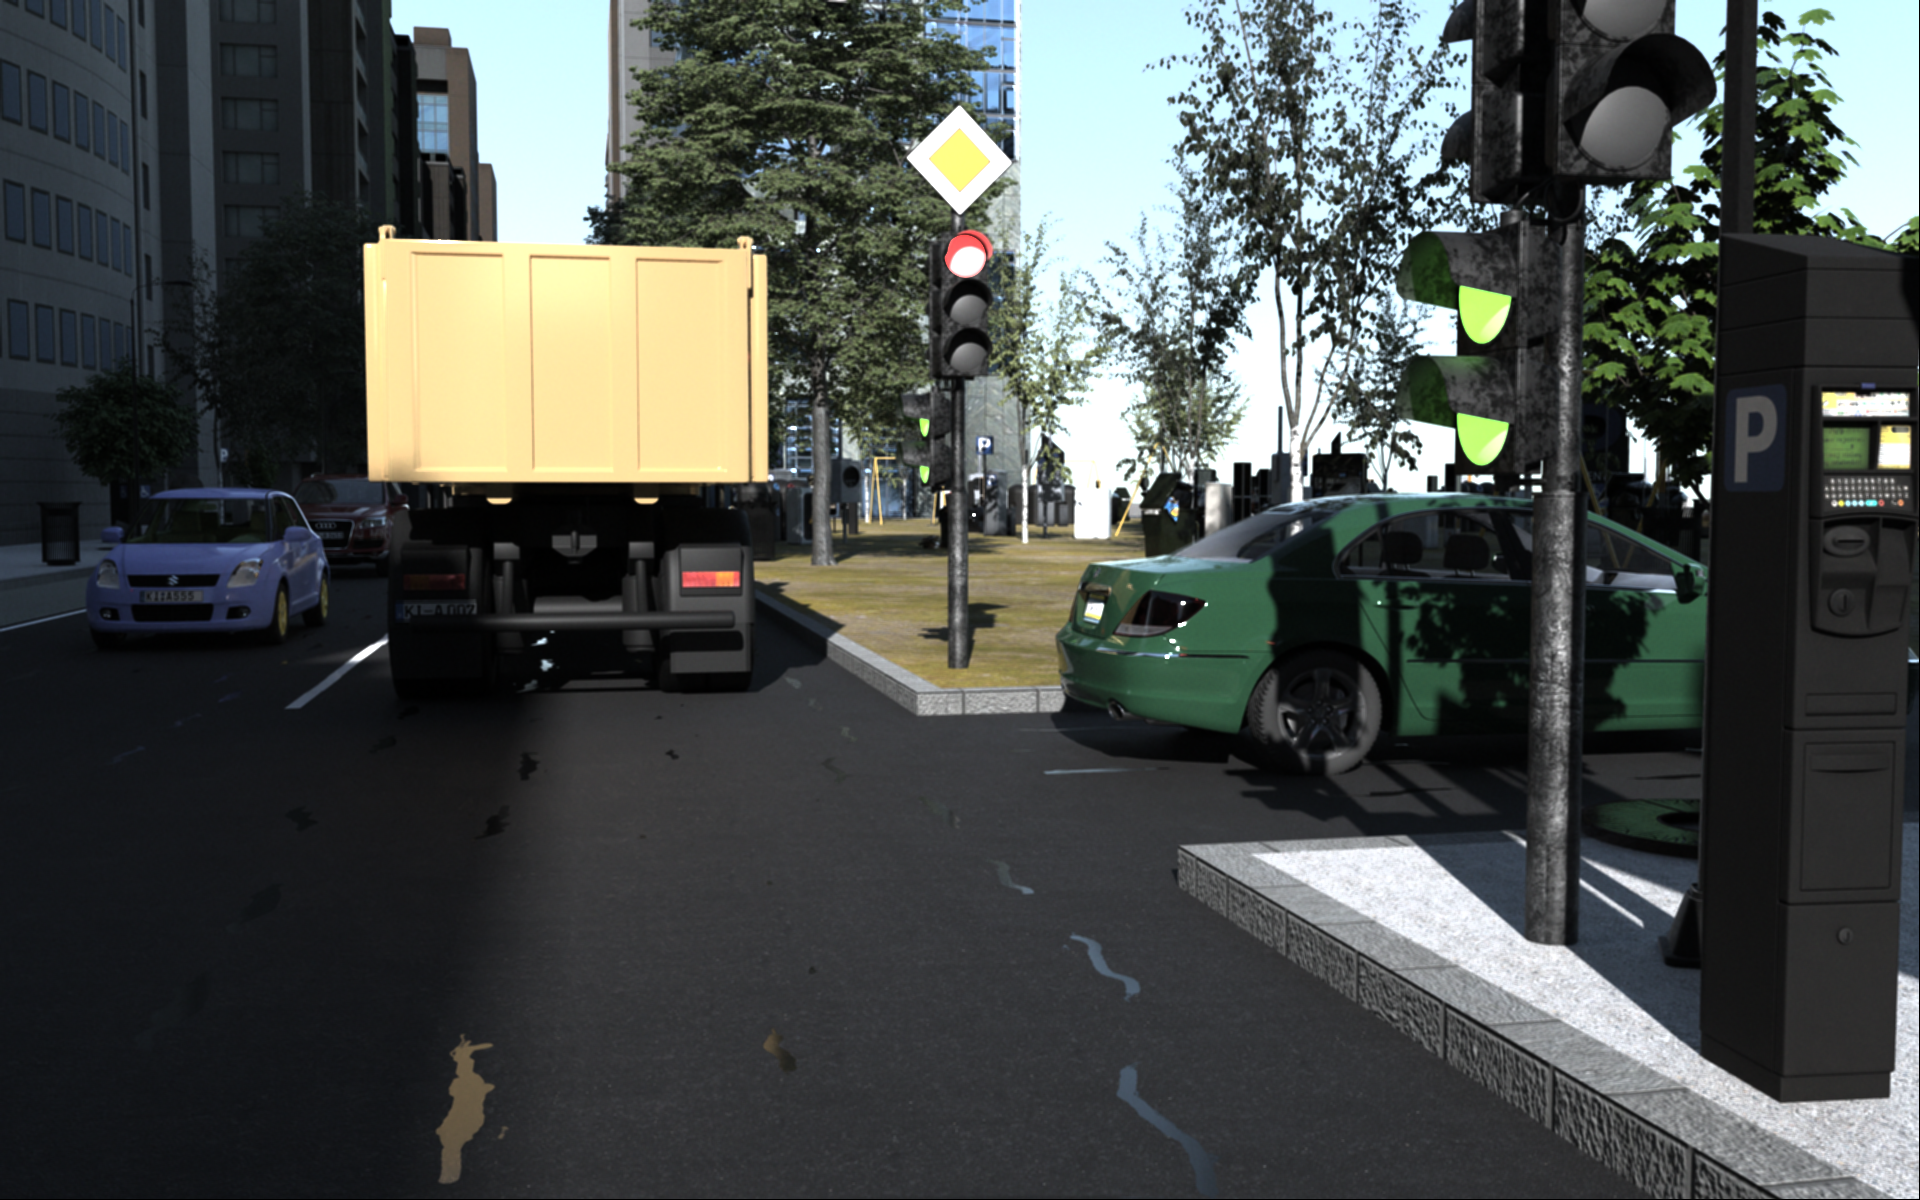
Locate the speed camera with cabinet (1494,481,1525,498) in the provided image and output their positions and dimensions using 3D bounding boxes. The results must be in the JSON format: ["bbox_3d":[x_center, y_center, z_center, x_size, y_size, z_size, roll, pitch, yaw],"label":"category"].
[{"bbox_3d":[20.127,-4.217,63.287,0.660,3.252,2.038,0,4,-1],"label":"speed camera with cabinet"}]

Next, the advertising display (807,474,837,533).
[{"bbox_3d":[-4.520,-3.151,56.740,0.974,1.923,0.123,-1,4,-20],"label":"advertising display"}]

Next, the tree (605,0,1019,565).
[{"bbox_3d":[-2.640,-6.876,30.543,7.486,12.596,7.792,0,3,0],"label":"tree"}]

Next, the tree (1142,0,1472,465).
[{"bbox_3d":[3.982,-4.220,19.365,4.360,8.622,3.978,0,3,0],"label":"tree"}]

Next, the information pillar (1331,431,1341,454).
[{"bbox_3d":[14.061,-4.491,64.785,0.183,3.616,0.504,-2,4,-27],"label":"information pillar"}]

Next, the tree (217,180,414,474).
[{"bbox_3d":[-26.412,-10.130,72.278,9.857,13.997,8.962,0,3,0],"label":"tree"}]

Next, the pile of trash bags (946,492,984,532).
[{"bbox_3d":[0.344,-3.050,59.621,1.912,1.369,3.447,-2,4,-25],"label":"pile of trash bags"}]

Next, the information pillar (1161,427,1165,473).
[{"bbox_3d":[7.089,-4.238,60.639,0.183,3.616,0.504,0,4,1],"label":"information pillar"}]

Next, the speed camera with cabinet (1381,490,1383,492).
[{"bbox_3d":[15.280,-4.420,66.605,2.038,3.252,0.660,1,4,17],"label":"speed camera with cabinet"}]

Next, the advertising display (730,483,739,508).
[{"bbox_3d":[-9.299,-4.170,73.401,0.974,1.923,0.123,-3,5,-44],"label":"advertising display"}]

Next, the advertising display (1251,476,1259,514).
[{"bbox_3d":[10.632,-3.442,61.492,0.123,1.923,0.974,-3,5,-42],"label":"advertising display"}]

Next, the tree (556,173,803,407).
[{"bbox_3d":[-10.772,-9.699,65.234,9.857,13.997,8.962,0,3,0],"label":"tree"}]

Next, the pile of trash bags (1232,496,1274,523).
[{"bbox_3d":[7.629,-2.216,45.981,1.912,1.369,3.447,1,4,16],"label":"pile of trash bags"}]

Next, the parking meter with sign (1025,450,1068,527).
[{"bbox_3d":[3.400,-4.425,68.604,1.738,3.016,0.543,-1,4,-9],"label":"parking meter with sign"}]

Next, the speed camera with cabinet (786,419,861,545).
[{"bbox_3d":[-3.488,-3.066,44.467,2.038,3.252,0.660,-3,5,-43],"label":"speed camera with cabinet"}]

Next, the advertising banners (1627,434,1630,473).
[{"bbox_3d":[19.130,-3.249,49.309,0.090,3.025,2.074,1,4,12],"label":"advertising banners"}]

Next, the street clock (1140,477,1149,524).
[{"bbox_3d":[7.960,-4.295,74.791,0.358,2.002,0.471,3,4,37],"label":"street clock"}]

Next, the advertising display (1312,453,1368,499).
[{"bbox_3d":[6.010,-1.361,27.463,0.123,1.923,0.974,-3,5,-41],"label":"advertising display"}]

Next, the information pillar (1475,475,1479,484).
[{"bbox_3d":[26.213,-5.897,87.769,0.183,3.616,0.504,2,4,31],"label":"information pillar"}]

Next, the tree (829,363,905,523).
[{"bbox_3d":[-4.116,-7.782,77.605,4.737,8.622,4.395,0,3,0],"label":"tree"}]

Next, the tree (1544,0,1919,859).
[{"bbox_3d":[2.926,-0.714,6.280,1.663,3.219,1.824,0,3,0],"label":"tree"}]

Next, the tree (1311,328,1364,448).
[{"bbox_3d":[14.129,-6.582,57.980,4.737,8.622,4.395,0,3,0],"label":"tree"}]

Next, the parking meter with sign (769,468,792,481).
[{"bbox_3d":[-5.320,-3.362,51.233,0.543,3.016,1.738,3,5,43],"label":"parking meter with sign"}]

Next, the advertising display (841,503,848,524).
[{"bbox_3d":[-4.803,-4.217,74.155,0.123,1.923,0.974,-3,4,-37],"label":"advertising display"}]

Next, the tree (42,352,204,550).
[{"bbox_3d":[-19.358,-3.451,40.143,4.285,4.588,4.351,0,3,0],"label":"tree"}]

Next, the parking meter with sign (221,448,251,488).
[{"bbox_3d":[-27.042,-4.221,65.269,1.738,3.016,0.543,1,4,16],"label":"parking meter with sign"}]

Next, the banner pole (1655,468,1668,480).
[{"bbox_3d":[25.660,-4.474,63.165,0.863,3.779,0.401,-2,4,-24],"label":"banner pole"}]

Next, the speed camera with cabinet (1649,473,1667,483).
[{"bbox_3d":[30.151,-4.893,74.331,0.660,3.252,2.038,2,4,27],"label":"speed camera with cabinet"}]

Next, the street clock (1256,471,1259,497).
[{"bbox_3d":[9.332,-2.992,53.496,0.358,2.002,0.471,2,4,32],"label":"street clock"}]

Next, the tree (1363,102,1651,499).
[{"bbox_3d":[10.139,-4.885,30.230,4.737,8.622,4.395,0,3,0],"label":"tree"}]

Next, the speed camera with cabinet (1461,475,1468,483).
[{"bbox_3d":[26.487,-6.042,93.129,2.038,3.252,0.660,-1,4,-21],"label":"speed camera with cabinet"}]

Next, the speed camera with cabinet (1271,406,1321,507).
[{"bbox_3d":[7.485,-2.688,38.284,0.660,3.252,2.038,-1,4,-9],"label":"speed camera with cabinet"}]

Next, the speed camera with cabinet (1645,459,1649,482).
[{"bbox_3d":[37.533,-6.137,94.681,0.660,3.252,2.038,3,5,40],"label":"speed camera with cabinet"}]

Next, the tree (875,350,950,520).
[{"bbox_3d":[-2.575,-8.331,86.572,4.360,8.622,3.978,0,3,0],"label":"tree"}]

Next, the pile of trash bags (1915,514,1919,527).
[{"bbox_3d":[36.421,-3.498,66.945,3.447,1.369,1.912,-3,4,-38],"label":"pile of trash bags"}]

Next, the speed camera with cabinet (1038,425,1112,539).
[{"bbox_3d":[3.303,-3.387,49.719,2.038,3.252,0.660,1,4,15],"label":"speed camera with cabinet"}]

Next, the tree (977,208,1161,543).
[{"bbox_3d":[1.904,-5.790,45.035,4.737,8.622,4.395,0,3,0],"label":"tree"}]

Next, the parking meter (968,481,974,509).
[{"bbox_3d":[0.482,-4.270,75.522,0.255,1.863,0.399,0,4,-3],"label":"parking meter"}]

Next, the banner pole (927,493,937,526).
[{"bbox_3d":[-1.109,-4.896,70.063,0.401,3.779,0.863,-1,4,-9],"label":"banner pole"}]

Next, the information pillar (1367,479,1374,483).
[{"bbox_3d":[19.767,-4.836,83.565,0.304,2.012,0.304,-2,4,-28],"label":"information pillar"}]

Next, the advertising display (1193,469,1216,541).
[{"bbox_3d":[6.318,-2.418,44.749,0.123,1.923,0.974,3,4,39],"label":"advertising display"}]

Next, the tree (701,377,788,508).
[{"bbox_3d":[-5.445,-3.438,39.931,4.285,4.588,4.351,0,3,0],"label":"tree"}]

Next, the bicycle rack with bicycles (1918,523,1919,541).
[{"bbox_3d":[24.369,-1.964,45.498,2.925,0.926,2.852,2,4,25],"label":"bicycle rack with bicycles"}]

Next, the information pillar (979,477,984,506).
[{"bbox_3d":[1.059,-4.364,75.847,0.304,2.012,0.304,-3,4,-37],"label":"information pillar"}]

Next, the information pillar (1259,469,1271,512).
[{"bbox_3d":[8.863,-2.804,50.345,0.304,2.012,0.304,2,4,25],"label":"information pillar"}]

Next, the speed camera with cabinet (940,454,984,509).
[{"bbox_3d":[0.176,-5.043,76.783,2.038,3.252,0.660,1,4,15],"label":"speed camera with cabinet"}]

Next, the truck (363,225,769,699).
[{"bbox_3d":[-3.524,-1.223,15.915,3.469,3.379,9.791,-1,4,-12],"label":"truck"}]

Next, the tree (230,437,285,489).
[{"bbox_3d":[-23.345,-3.842,57.414,1.663,3.219,1.824,0,3,0],"label":"tree"}]

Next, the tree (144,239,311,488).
[{"bbox_3d":[-21.621,-6.158,51.049,4.360,8.622,3.978,0,3,0],"label":"tree"}]

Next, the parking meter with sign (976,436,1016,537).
[{"bbox_3d":[1.147,-3.469,52.982,0.543,3.016,1.738,2,4,29],"label":"parking meter with sign"}]

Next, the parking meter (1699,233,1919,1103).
[{"bbox_3d":[1.833,0.120,3.748,0.255,1.863,0.399,0,4,-7],"label":"parking meter"}]

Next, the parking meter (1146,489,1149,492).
[{"bbox_3d":[10.106,-5.128,92.257,0.372,1.533,0.369,0,3,0],"label":"parking meter"}]

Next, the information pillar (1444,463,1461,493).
[{"bbox_3d":[11.771,-2.257,41.390,0.304,2.012,0.304,3,4,38],"label":"information pillar"}]

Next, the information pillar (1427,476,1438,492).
[{"bbox_3d":[18.699,-3.921,68.593,0.304,2.012,0.304,-2,4,-28],"label":"information pillar"}]

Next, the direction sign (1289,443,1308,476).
[{"bbox_3d":[14.936,-5.167,76.484,0.876,3.537,0.379,3,4,36],"label":"direction sign"}]

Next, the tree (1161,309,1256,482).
[{"bbox_3d":[8.729,-7.203,68.124,4.737,8.622,4.395,0,3,0],"label":"tree"}]

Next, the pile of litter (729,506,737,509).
[{"bbox_3d":[-8.154,-3.068,64.119,1.176,0.858,1.719,2,4,30],"label":"pile of litter"}]

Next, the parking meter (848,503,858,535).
[{"bbox_3d":[-3.392,-3.010,54.920,0.255,1.863,0.399,0,4,7],"label":"parking meter"}]
